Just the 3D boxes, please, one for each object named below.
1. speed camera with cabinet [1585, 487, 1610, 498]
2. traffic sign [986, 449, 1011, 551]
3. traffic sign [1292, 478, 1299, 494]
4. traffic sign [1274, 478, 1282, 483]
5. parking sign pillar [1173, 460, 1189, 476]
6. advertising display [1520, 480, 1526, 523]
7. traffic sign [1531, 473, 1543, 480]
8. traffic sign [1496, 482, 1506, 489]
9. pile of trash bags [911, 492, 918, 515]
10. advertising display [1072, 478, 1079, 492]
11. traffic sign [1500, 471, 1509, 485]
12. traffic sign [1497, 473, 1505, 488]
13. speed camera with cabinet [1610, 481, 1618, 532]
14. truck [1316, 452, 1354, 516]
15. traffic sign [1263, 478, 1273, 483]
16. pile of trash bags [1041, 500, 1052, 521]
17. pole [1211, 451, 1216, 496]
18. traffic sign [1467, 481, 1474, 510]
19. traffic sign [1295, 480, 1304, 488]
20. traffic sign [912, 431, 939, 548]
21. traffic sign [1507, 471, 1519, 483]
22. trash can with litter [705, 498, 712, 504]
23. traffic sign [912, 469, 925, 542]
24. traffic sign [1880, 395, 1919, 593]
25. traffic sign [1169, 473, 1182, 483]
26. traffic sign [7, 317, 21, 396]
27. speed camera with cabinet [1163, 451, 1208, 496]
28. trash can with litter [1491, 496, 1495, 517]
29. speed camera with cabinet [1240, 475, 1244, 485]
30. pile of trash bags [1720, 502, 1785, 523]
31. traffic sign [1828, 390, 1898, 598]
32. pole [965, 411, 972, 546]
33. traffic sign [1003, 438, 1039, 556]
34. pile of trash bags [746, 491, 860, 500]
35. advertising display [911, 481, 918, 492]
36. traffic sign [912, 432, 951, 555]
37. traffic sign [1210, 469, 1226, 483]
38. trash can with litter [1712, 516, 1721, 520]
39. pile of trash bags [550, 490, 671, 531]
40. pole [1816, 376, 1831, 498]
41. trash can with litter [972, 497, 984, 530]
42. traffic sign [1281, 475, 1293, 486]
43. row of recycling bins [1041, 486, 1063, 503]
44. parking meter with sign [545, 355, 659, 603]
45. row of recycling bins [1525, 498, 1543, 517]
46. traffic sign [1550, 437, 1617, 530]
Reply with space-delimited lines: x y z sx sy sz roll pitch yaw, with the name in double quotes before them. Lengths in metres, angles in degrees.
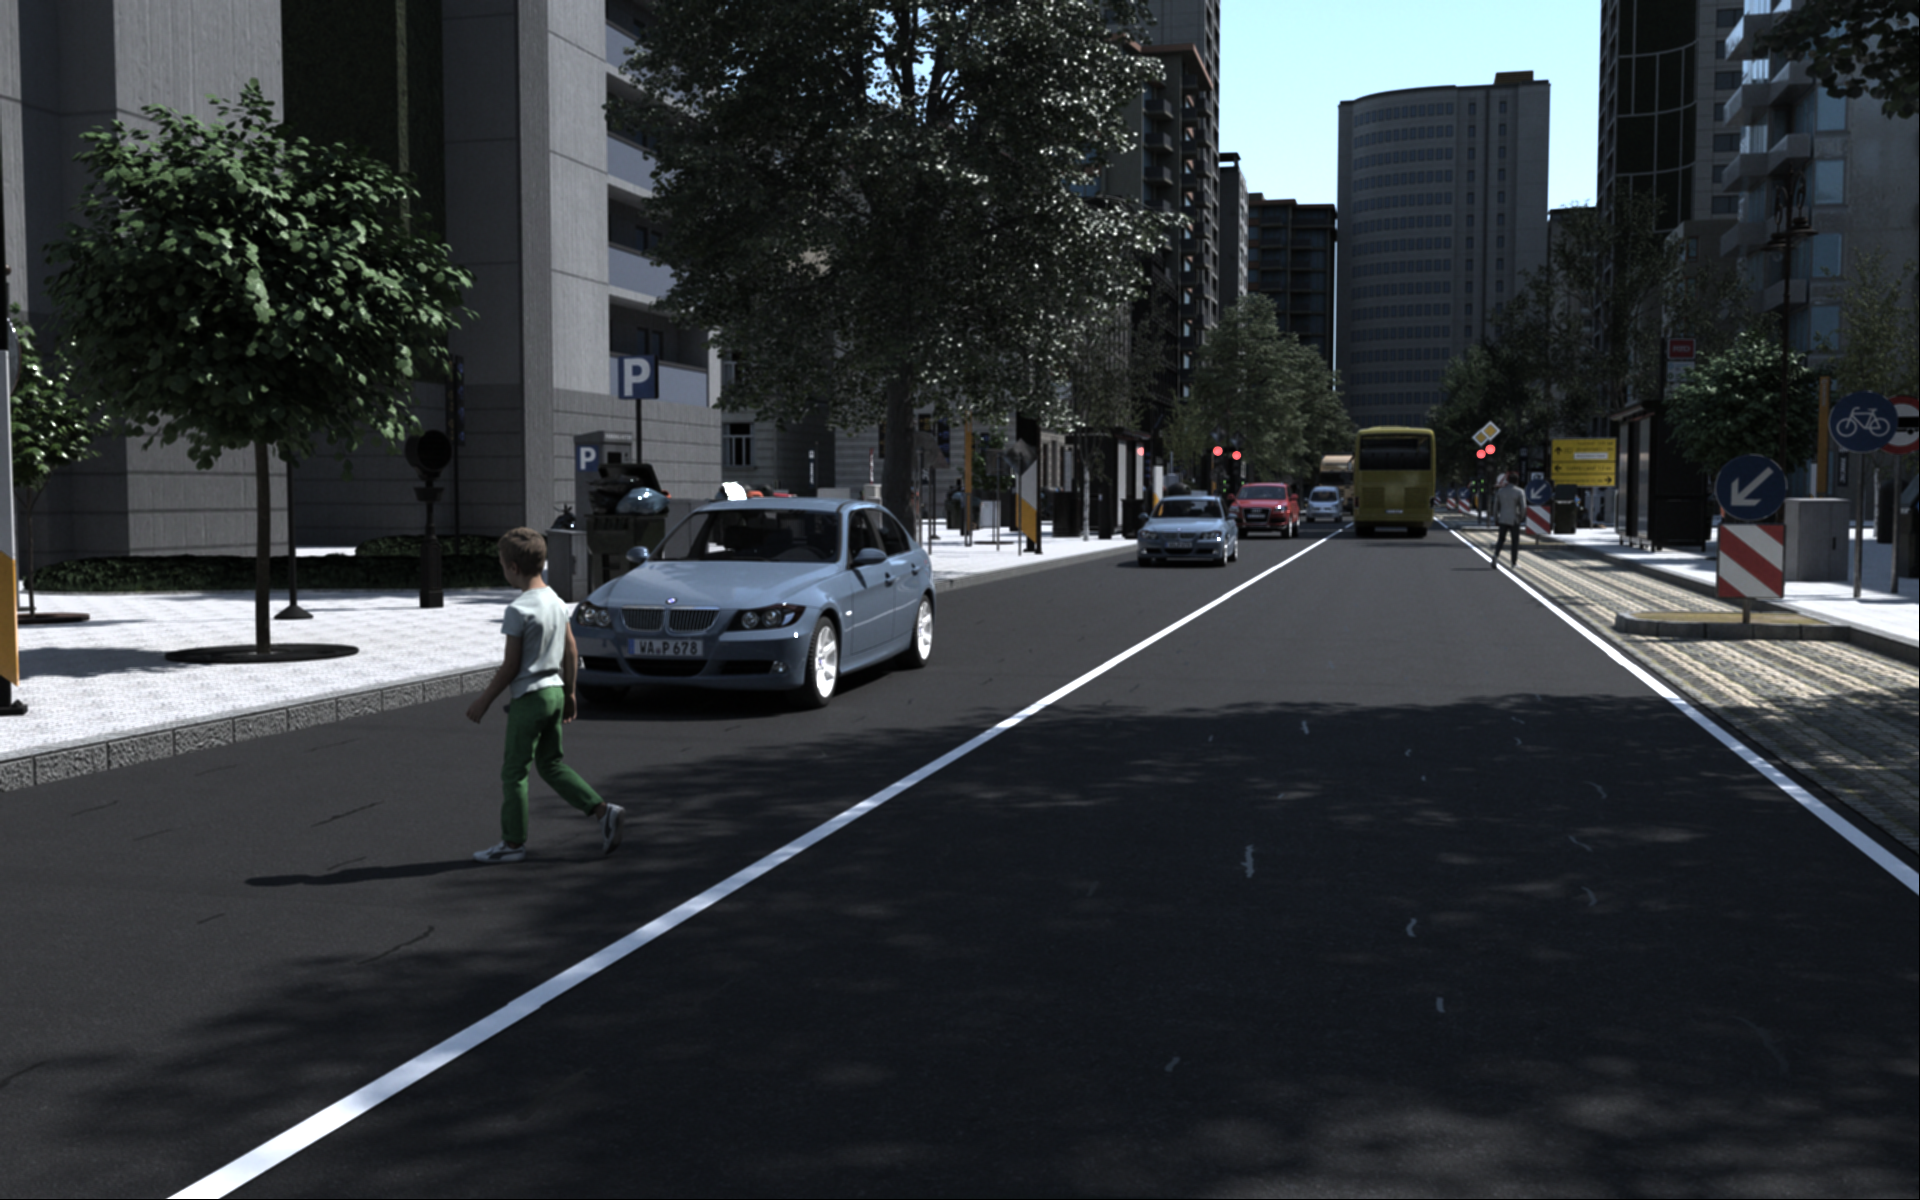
"speed camera with cabinet" 36.456 -6.483 100.338 2.038 3.252 0.660 0 4 -3
"traffic sign" 0.864 -2.266 39.174 0.606 2.300 0.079 1 4 18
"traffic sign" 27.387 -8.614 140.940 0.768 2.556 0.104 1 4 22
"traffic sign" 25.340 -8.414 137.671 0.768 2.556 0.104 2 4 23
"parking sign pillar" 15.175 -8.058 120.220 1.447 3.967 1.447 1 4 21
"advertising display" 25.043 -4.394 77.056 0.123 1.923 0.974 1 4 23
"traffic sign" 27.501 -4.921 82.584 0.606 2.300 0.079 1 4 21
"traffic sign" 39.252 -7.704 125.968 0.884 2.594 0.081 1 4 17
"pile of trash bags" -2.940 -3.661 69.612 3.447 1.369 1.912 3 4 36
"advertising display" 4.897 -3.992 70.484 0.123 1.923 0.974 3 5 40
"traffic sign" 30.539 -5.907 96.588 0.884 2.594 0.081 1 4 17
"traffic sign" 33.367 -6.505 106.463 0.768 2.556 0.104 1 4 23
"speed camera with cabinet" 22.396 -3.847 57.234 0.660 3.252 2.038 0 4 -6
"truck" 26.036 -7.899 118.054 2.839 4.237 11.283 1 4 16
"traffic sign" 24.786 -8.524 139.474 0.768 2.556 0.104 1 4 16
"pile of trash bags" 2.907 -4.410 81.852 3.447 1.369 1.912 -2 4 -28
"pole" 12.096 -5.426 82.550 0.158 3.312 0.155 0 3 0
"traffic sign" 40.823 -8.437 137.949 0.884 2.594 0.081 1 4 15
"traffic sign" 27.291 -8.454 139.410 0.795 2.450 0.064 1 4 18
"traffic sign" -0.809 -2.141 35.116 0.768 2.556 0.104 1 4 18
"traffic sign" 30.473 -5.825 95.339 0.768 2.556 0.104 1 4 22
"trash can with litter" -6.230 -2.084 45.456 1.055 1.170 0.624 0 4 6
"traffic sign" -1.050 -2.487 40.769 0.768 2.556 0.104 1 4 16
"traffic sign" 12.097 -1.360 22.344 0.768 2.556 0.104 1 4 17
"traffic sign" 10.256 -4.921 82.581 0.606 2.300 0.079 1 4 22
"traffic sign" -6.433 -0.684 11.286 0.768 2.556 0.104 1 4 17
"speed camera with cabinet" 10.472 -5.280 80.662 2.038 3.252 0.660 0 4 -7
"trash can with litter" 30.548 -5.365 99.102 0.624 1.170 1.055 1 4 20
"speed camera with cabinet" 18.724 -7.327 114.125 2.038 3.252 0.660 -3 5 -43
"pile of trash bags" 28.500 -3.127 60.882 3.447 1.369 1.912 1 4 13
"traffic sign" 11.121 -1.302 21.392 0.768 2.556 0.104 1 4 21
"pole" 0.201 -2.967 42.360 0.158 3.312 0.155 0 3 0
"traffic sign" 1.243 -2.122 35.882 0.795 2.450 0.064 2 4 23
"pile of trash bags" -4.956 -2.656 53.176 3.447 1.369 1.912 -2 4 -25
"advertising display" -2.437 -4.838 84.309 0.974 1.923 0.123 -1 4 -21
"traffic sign" -0.634 -2.232 36.497 0.884 2.594 0.081 1 4 15
"traffic sign" 11.963 -4.907 80.337 0.768 2.556 0.104 1 4 21
"trash can with litter" 37.684 -4.649 87.066 1.678 1.210 2.233 2 4 27
"pile of trash bags" -7.767 -1.825 39.598 1.912 1.369 3.447 2 4 28
"pole" 14.964 -2.214 30.044 0.158 3.312 0.155 0 3 0
"trash can with litter" 0.505 -3.064 61.486 0.624 1.170 1.055 0 4 6
"traffic sign" 21.292 -6.890 112.762 0.768 2.556 0.104 1 4 16
"row of recycling bins" 4.832 -4.998 88.823 1.069 1.692 3.534 1 4 21
"parking meter with sign" -4.366 -1.519 21.097 0.543 3.016 1.738 1 4 23
"row of recycling bins" 28.296 -4.792 85.468 1.069 1.692 3.534 -1 4 -11
"traffic sign" 22.509 -4.202 62.583 2.265 3.308 0.079 1 4 21
